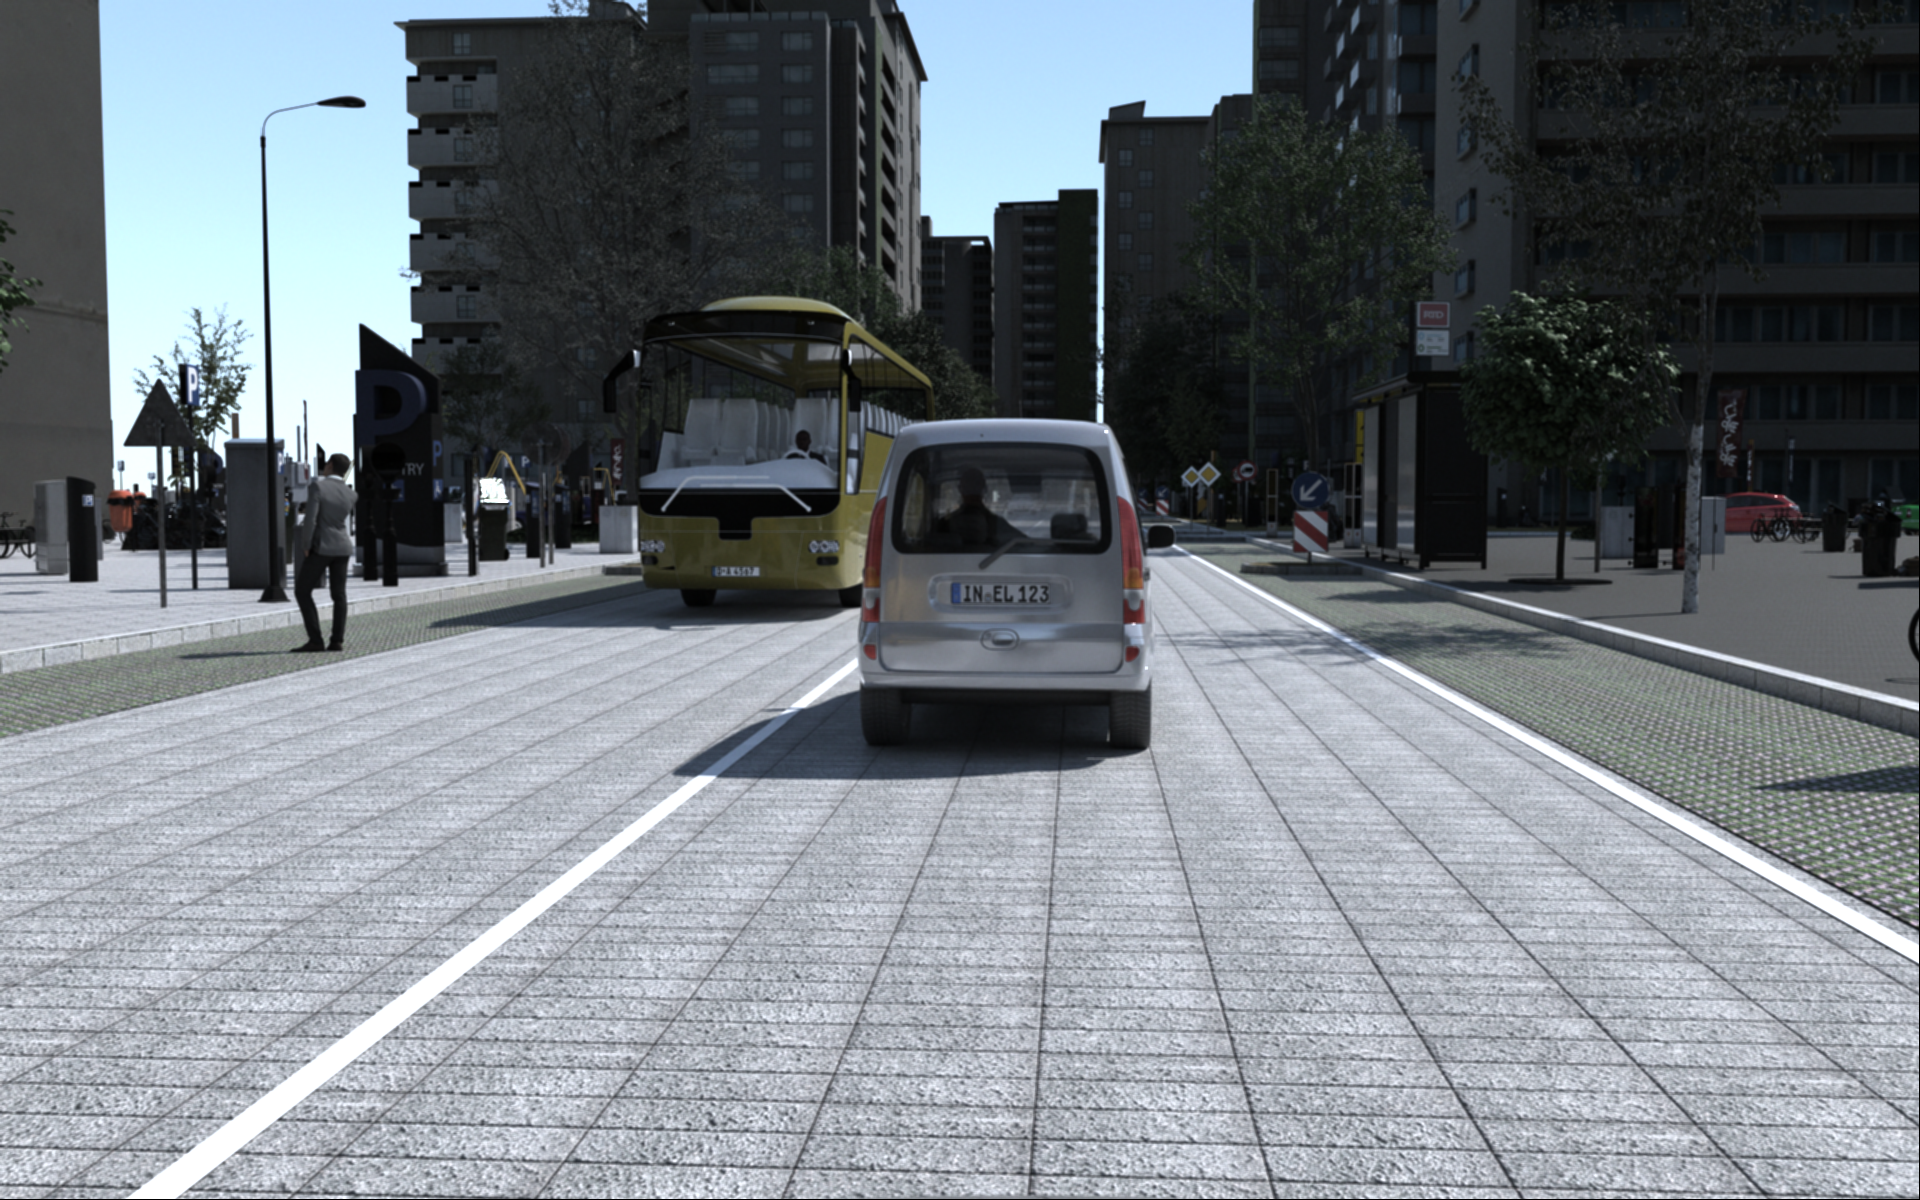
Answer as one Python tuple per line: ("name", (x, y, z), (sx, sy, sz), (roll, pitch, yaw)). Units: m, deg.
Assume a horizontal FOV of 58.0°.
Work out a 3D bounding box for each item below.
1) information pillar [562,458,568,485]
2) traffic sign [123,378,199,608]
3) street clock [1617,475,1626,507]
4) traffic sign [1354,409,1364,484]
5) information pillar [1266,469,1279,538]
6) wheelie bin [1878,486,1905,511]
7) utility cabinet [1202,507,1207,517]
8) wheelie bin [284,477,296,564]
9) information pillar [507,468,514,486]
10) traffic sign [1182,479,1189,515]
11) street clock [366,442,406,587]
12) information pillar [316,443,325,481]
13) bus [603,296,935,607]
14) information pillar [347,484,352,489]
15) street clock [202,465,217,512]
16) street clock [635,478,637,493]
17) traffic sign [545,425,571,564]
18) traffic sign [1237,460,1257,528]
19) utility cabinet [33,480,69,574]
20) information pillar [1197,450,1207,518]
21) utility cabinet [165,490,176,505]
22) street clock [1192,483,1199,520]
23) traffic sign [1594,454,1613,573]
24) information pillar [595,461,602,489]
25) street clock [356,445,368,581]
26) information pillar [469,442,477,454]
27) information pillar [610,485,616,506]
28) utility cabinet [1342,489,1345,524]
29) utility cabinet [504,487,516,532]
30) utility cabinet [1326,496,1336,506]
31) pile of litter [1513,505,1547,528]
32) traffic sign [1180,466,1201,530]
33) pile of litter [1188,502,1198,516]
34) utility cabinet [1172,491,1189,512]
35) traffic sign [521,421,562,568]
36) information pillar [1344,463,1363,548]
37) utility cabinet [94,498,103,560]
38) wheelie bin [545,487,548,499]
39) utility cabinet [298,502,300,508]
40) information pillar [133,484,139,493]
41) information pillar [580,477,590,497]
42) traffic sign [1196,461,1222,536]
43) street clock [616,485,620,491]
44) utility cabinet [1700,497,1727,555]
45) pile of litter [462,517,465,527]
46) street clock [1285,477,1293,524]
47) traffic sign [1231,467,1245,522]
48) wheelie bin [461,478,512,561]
("information pillar", (-22.516, -6.579, 98.929), (0.504, 3.616, 0.183), (0, 4, -8))
("traffic sign", (-8.992, -1.191, 19.484), (0.884, 2.594, 0.081), (0, 4, 6))
("street clock", (25.194, -3.756, 65.982), (0.358, 2.002, 0.471), (1, 4, 10))
("traffic sign", (10.569, -2.907, 41.409), (2.265, 3.308, 0.079), (0, 4, 8))
("information pillar", (9.221, -2.851, 51.108), (0.304, 2.012, 0.304), (1, 4, 17))
("wheelie bin", (35.582, -3.567, 66.221), (0.980, 1.594, 0.693), (-1, 4, -9))
("utility cabinet", (13.806, -5.269, 94.820), (1.173, 1.500, 0.318), (-1, 4, -9))
("wheelie bin", (-12.580, -1.449, 31.604), (0.980, 1.594, 0.693), (1, 4, 13))
("information pillar", (-27.763, -7.076, 107.040), (0.504, 3.616, 0.183), (2, 4, 23))
("traffic sign", (12.702, -5.785, 96.717), (0.606, 2.300, 0.079), (1, 4, 14))
("street clock", (-7.928, -1.191, 24.046), (0.471, 2.002, 0.358), (-2, 4, -24))
("information pillar", (-29.188, -5.370, 79.148), (0.183, 3.616, 0.504), (1, 4, 21))
("bus", (-2.123, -2.065, 25.305), (2.896, 3.916, 12.252), (0, 4, 4))
("information pillar", (-45.191, -7.574, 128.324), (0.304, 2.012, 0.304), (-2, 4, -33))
("street clock", (-18.913, -2.391, 43.670), (0.358, 2.002, 0.471), (-3, 4, -38))
("street clock", (-13.301, -4.132, 72.133), (0.471, 2.002, 0.358), (0, 4, -1))
("traffic sign", (-7.476, -1.926, 31.598), (0.768, 2.556, 0.104), (0, 4, 4))
("traffic sign", (10.737, -3.959, 64.837), (0.768, 2.556, 0.104), (0, 4, 4))
("utility cabinet", (-14.577, -1.166, 27.739), (0.318, 1.500, 1.173), (-3, 4, -36))
("information pillar", (12.892, -6.172, 92.274), (0.504, 3.616, 0.183), (2, 4, 24))
("utility cabinet", (-44.384, -5.421, 97.311), (0.318, 1.500, 1.173), (-3, 4, -37))
("street clock", (11.531, -4.911, 84.870), (0.358, 2.002, 0.471), (1, 4, 15))
("traffic sign", (10.427, -1.722, 28.267), (0.768, 2.556, 0.104), (0, 4, 7))
("information pillar", (-25.163, -7.903, 120.571), (0.504, 3.616, 0.183), (-2, 4, -33))
("street clock", (-8.738, -1.287, 25.615), (0.358, 2.002, 0.471), (-2, 4, -24))
("information pillar", (-21.858, -5.291, 77.866), (0.183, 3.616, 0.504), (2, 4, 24))
("information pillar", (-21.862, -6.398, 109.093), (0.304, 2.012, 0.304), (0, 4, 2))
("utility cabinet", (16.376, -3.935, 73.017), (0.318, 1.500, 1.173), (2, 4, 24))
("utility cabinet", (-14.672, -2.819, 54.772), (1.173, 1.500, 0.318), (1, 4, 9))
("utility cabinet", (14.478, -3.543, 69.095), (1.020, 1.237, 0.306), (-1, 4, -23))
("pile of litter", (22.008, -3.238, 66.900), (1.176, 0.858, 1.719), (0, 4, 3))
("traffic sign", (8.156, -3.511, 61.040), (0.795, 2.450, 0.064), (0, 4, 4))
("pile of litter", (13.422, -5.231, 99.488), (1.719, 0.858, 1.176), (-2, 4, -35))
("utility cabinet", (15.162, -6.763, 119.259), (1.173, 1.500, 0.318), (-1, 4, -23))
("traffic sign", (-7.287, -1.838, 30.157), (0.768, 2.556, 0.104), (1, 4, 12))
("information pillar", (9.318, -2.235, 41.038), (0.304, 2.012, 0.304), (-2, 4, -34))
("utility cabinet", (-16.973, -1.394, 33.956), (0.306, 1.237, 1.020), (-2, 4, -27))
("wheelie bin", (-17.985, -4.079, 74.605), (0.693, 1.594, 0.980), (-3, 5, -41))
("utility cabinet", (-48.946, -7.131, 127.760), (0.306, 1.237, 1.020), (-3, 4, -37))
("information pillar", (-58.586, -7.258, 123.152), (0.304, 2.012, 0.304), (-3, 5, -40))
("information pillar", (-16.051, -4.260, 74.135), (0.304, 2.012, 0.304), (-3, 4, -36))
("traffic sign", (7.608, -3.023, 53.074), (0.795, 2.450, 0.064), (0, 4, 4))
("street clock", (-24.653, -7.318, 124.223), (0.358, 2.002, 0.471), (2, 4, 29))
("utility cabinet", (15.848, -1.572, 36.858), (1.020, 1.237, 0.306), (-2, 4, -29))
("pile of litter", (-19.843, -3.237, 66.883), (1.176, 0.858, 1.719), (3, 5, 40))
("street clock", (14.101, -4.277, 74.503), (0.471, 2.002, 0.358), (3, 4, 38))
("traffic sign", (12.838, -4.870, 79.727), (0.768, 2.556, 0.104), (0, 4, 7))
("wheelie bin", (-9.130, -1.552, 33.285), (0.693, 1.594, 0.980), (3, 5, 44))
